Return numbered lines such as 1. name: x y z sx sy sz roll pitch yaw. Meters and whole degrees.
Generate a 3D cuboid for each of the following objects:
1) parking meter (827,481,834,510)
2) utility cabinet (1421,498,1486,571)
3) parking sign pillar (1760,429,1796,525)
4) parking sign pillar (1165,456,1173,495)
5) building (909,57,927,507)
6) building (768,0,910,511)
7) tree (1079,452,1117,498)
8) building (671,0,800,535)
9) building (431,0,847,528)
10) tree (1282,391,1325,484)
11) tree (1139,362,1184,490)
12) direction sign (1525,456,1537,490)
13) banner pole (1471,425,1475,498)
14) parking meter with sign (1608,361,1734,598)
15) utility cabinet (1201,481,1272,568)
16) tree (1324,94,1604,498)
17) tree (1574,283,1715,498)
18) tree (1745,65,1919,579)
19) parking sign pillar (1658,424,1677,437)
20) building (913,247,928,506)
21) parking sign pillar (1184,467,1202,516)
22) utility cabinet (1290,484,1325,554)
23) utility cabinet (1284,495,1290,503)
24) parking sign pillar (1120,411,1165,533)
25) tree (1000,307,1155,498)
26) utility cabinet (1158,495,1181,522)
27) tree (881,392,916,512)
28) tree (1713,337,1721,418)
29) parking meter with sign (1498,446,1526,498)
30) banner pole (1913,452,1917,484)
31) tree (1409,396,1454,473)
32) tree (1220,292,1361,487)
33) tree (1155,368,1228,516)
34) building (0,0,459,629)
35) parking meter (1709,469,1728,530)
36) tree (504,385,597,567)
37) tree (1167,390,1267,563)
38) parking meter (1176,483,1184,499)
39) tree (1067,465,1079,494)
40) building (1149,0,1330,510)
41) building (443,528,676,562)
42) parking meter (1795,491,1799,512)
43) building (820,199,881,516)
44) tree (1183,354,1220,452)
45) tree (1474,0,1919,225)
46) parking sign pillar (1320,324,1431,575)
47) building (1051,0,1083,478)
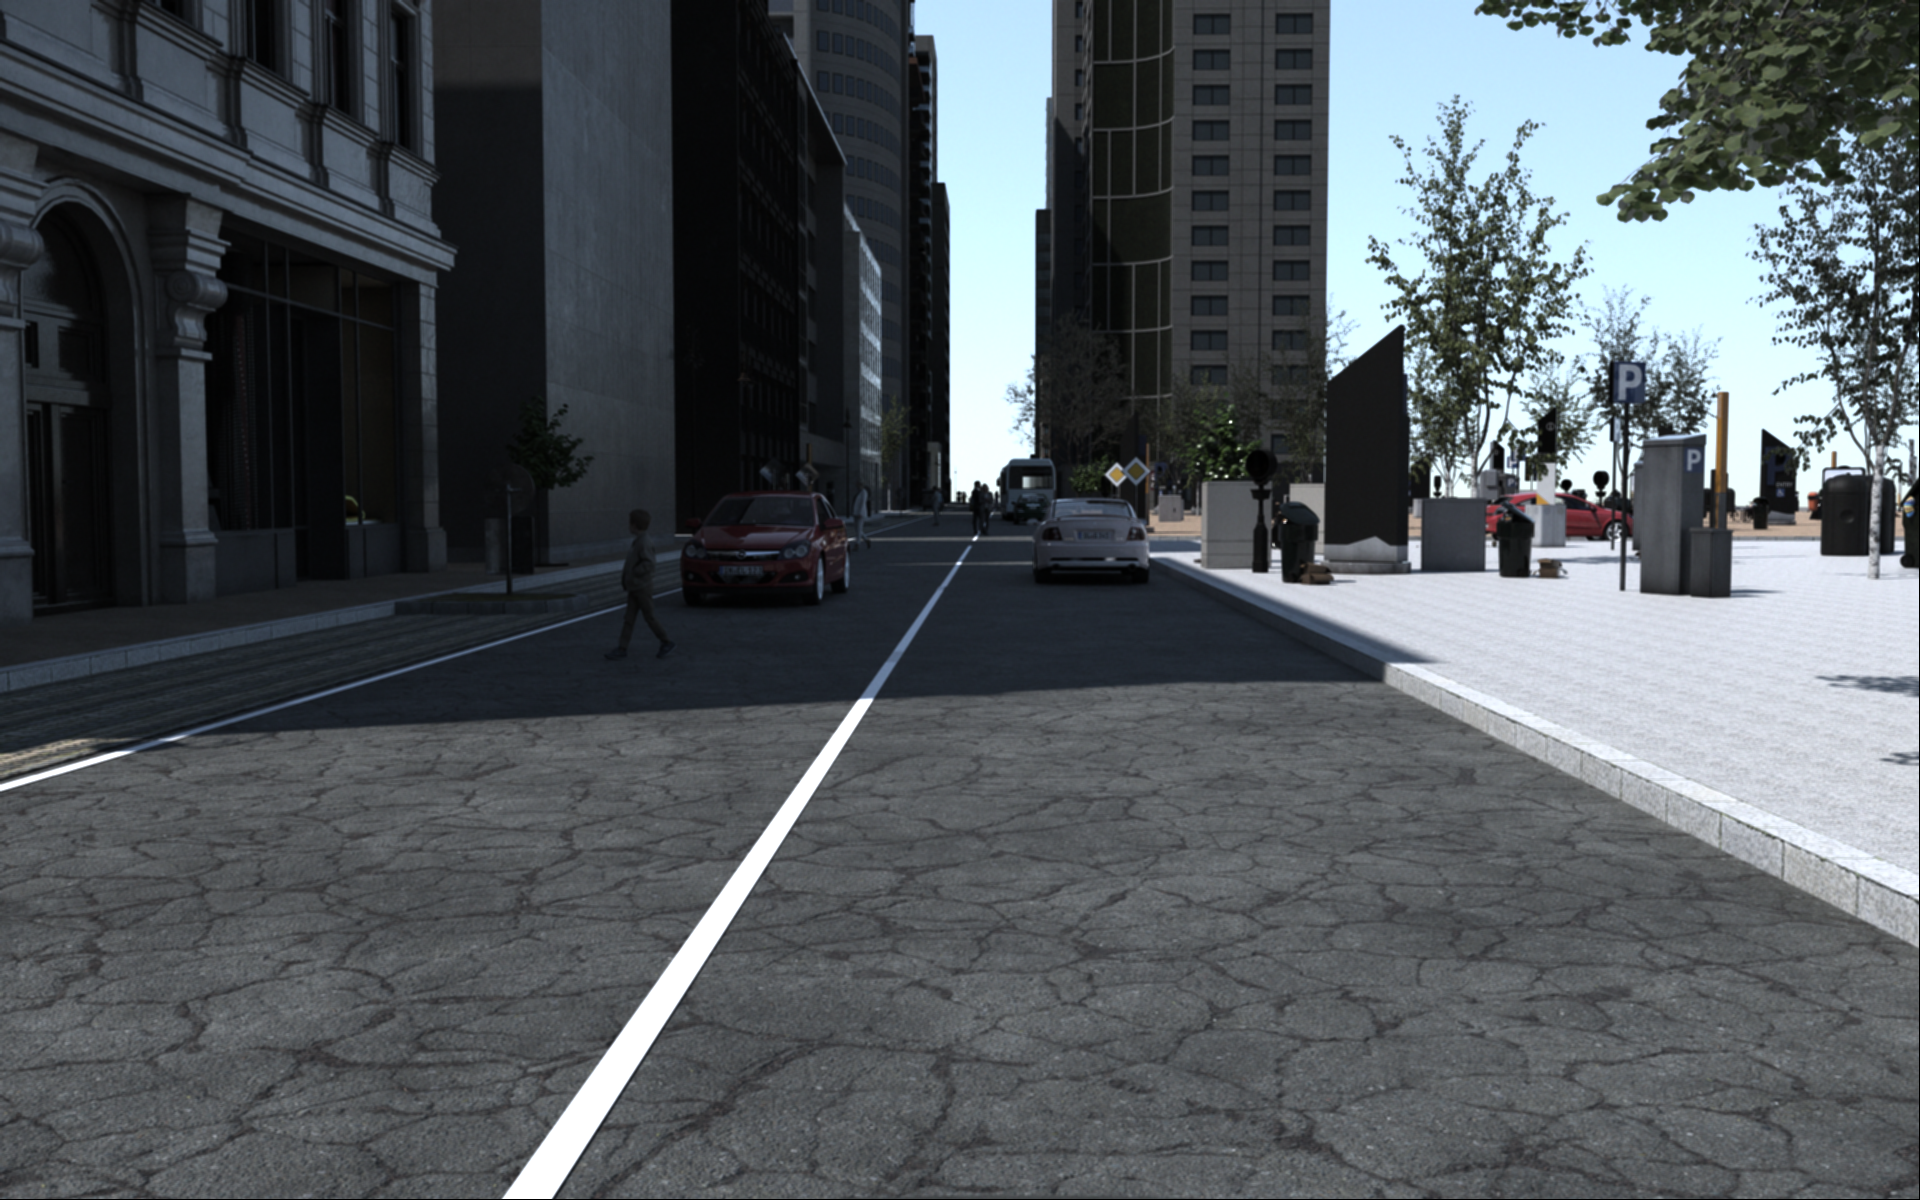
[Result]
1. parking meter: -5.736 -4.342 76.699 0.255 1.863 0.399 1 4 12
2. utility cabinet: 8.228 -1.085 28.895 1.020 1.237 0.306 1 4 12
3. parking sign pillar: 33.695 -5.067 71.320 1.447 3.967 1.447 0 4 -2
4. parking sign pillar: 12.424 -7.174 105.766 1.447 3.967 1.447 -2 4 -31
5. building: -14.719 -31.638 171.912 22.147 44.769 28.867 0 4 1
6. building: -15.466 -36.759 143.015 21.231 58.520 28.212 0 4 1
7. tree: 6.593 -5.048 77.140 1.663 3.219 1.824 0 3 0
8. building: -12.840 -14.197 61.805 12.332 23.373 15.834 0 4 1
9. building: -13.989 -16.290 85.416 14.314 24.678 30.058 0 4 1
10. tree: 24.986 -10.648 124.451 4.737 8.622 4.395 0 3 0
11. tree: 11.638 -8.713 92.825 4.360 8.622 3.978 0 3 0
12. direction sign: 34.422 -6.868 104.284 0.876 3.537 0.379 -1 4 -9
13. banner pole: 18.623 -4.459 62.922 0.401 3.779 0.863 1 4 17
14. parking meter with sign: 9.102 -1.582 22.125 0.543 3.016 1.738 -1 4 -22
15. utility cabinet: 4.757 -1.293 29.824 1.173 1.500 0.318 -1 4 -12
16. tree: 9.573 -4.991 31.963 4.737 8.622 4.395 0 3 0
17. tree: 23.177 -6.711 60.091 4.360 8.622 3.978 0 3 0
18. tree: 13.911 -4.635 26.139 4.360 8.622 3.978 0 3 0
19. parking sign pillar: 27.765 -4.866 68.025 1.447 3.967 1.447 0 4 0
20. building: -10.908 -25.811 193.704 14.160 30.474 14.107 0 4 1
21. parking sign pillar: 14.203 -7.073 104.118 1.447 3.967 1.447 0 4 -1
22. utility cabinet: 7.551 -1.723 36.849 0.318 1.500 1.173 -3 4 -36
23. utility cabinet: 21.621 -6.225 112.942 1.020 1.237 0.306 -2 4 -26
24. parking sign pillar: 5.709 -4.202 57.179 1.447 3.967 1.447 -1 4 -16
25. tree: 7.731 -12.494 114.654 12.009 13.543 11.850 0 3 0
26. utility cabinet: 9.644 -4.185 79.589 1.020 1.237 0.306 0 4 -3
27. tree: -5.307 -10.614 123.903 4.737 8.622 4.395 0 3 0
28. tree: 31.155 -7.639 75.261 4.360 8.622 3.978 0 3 0
29. parking meter with sign: 20.072 -4.114 63.523 0.543 3.016 1.738 0 4 -8
30. banner pole: 55.596 -6.786 100.961 0.401 3.779 0.863 1 4 11
31. tree: 33.734 -10.700 125.304 4.360 8.622 3.978 0 3 0
32. tree: 12.578 -6.900 63.171 4.360 8.622 3.978 0 3 0
33. tree: 13.603 -9.189 100.607 4.737 8.622 4.395 0 3 0
34. building: -13.573 -9.658 8.813 10.553 20.767 40.483 0 4 1
35. parking meter: 17.967 -2.159 41.012 0.399 1.863 0.255 -3 4 -37
36. tree: -7.526 -2.212 30.774 1.663 3.219 1.824 0 3 0
37. tree: 4.963 -2.298 32.166 1.663 3.219 1.824 0 3 0
38. parking meter: 11.434 -5.162 90.113 0.399 1.863 0.255 0 4 -4
39. tree: 7.207 -6.118 94.632 1.663 3.219 1.824 0 3 0
40. building: 18.718 -43.208 144.710 20.563 71.187 20.611 0 4 1
41. building: -22.410 -13.457 39.090 30.058 24.678 14.314 0 4 1
42. parking meter: 61.302 -7.252 126.979 0.372 1.533 0.369 0 3 0
43. building: -10.761 -15.554 109.063 10.420 20.320 16.860 0 4 1
44. tree: 13.695 -8.293 85.953 4.360 8.622 3.978 0 3 0
45. tree: 5.460 -5.475 7.649 7.486 12.596 7.792 0 3 0
46. parking sign pillar: 6.614 -2.426 28.140 1.447 3.967 1.447 3 5 39
47. building: 19.438 -38.376 169.452 21.231 58.520 28.212 0 4 1
